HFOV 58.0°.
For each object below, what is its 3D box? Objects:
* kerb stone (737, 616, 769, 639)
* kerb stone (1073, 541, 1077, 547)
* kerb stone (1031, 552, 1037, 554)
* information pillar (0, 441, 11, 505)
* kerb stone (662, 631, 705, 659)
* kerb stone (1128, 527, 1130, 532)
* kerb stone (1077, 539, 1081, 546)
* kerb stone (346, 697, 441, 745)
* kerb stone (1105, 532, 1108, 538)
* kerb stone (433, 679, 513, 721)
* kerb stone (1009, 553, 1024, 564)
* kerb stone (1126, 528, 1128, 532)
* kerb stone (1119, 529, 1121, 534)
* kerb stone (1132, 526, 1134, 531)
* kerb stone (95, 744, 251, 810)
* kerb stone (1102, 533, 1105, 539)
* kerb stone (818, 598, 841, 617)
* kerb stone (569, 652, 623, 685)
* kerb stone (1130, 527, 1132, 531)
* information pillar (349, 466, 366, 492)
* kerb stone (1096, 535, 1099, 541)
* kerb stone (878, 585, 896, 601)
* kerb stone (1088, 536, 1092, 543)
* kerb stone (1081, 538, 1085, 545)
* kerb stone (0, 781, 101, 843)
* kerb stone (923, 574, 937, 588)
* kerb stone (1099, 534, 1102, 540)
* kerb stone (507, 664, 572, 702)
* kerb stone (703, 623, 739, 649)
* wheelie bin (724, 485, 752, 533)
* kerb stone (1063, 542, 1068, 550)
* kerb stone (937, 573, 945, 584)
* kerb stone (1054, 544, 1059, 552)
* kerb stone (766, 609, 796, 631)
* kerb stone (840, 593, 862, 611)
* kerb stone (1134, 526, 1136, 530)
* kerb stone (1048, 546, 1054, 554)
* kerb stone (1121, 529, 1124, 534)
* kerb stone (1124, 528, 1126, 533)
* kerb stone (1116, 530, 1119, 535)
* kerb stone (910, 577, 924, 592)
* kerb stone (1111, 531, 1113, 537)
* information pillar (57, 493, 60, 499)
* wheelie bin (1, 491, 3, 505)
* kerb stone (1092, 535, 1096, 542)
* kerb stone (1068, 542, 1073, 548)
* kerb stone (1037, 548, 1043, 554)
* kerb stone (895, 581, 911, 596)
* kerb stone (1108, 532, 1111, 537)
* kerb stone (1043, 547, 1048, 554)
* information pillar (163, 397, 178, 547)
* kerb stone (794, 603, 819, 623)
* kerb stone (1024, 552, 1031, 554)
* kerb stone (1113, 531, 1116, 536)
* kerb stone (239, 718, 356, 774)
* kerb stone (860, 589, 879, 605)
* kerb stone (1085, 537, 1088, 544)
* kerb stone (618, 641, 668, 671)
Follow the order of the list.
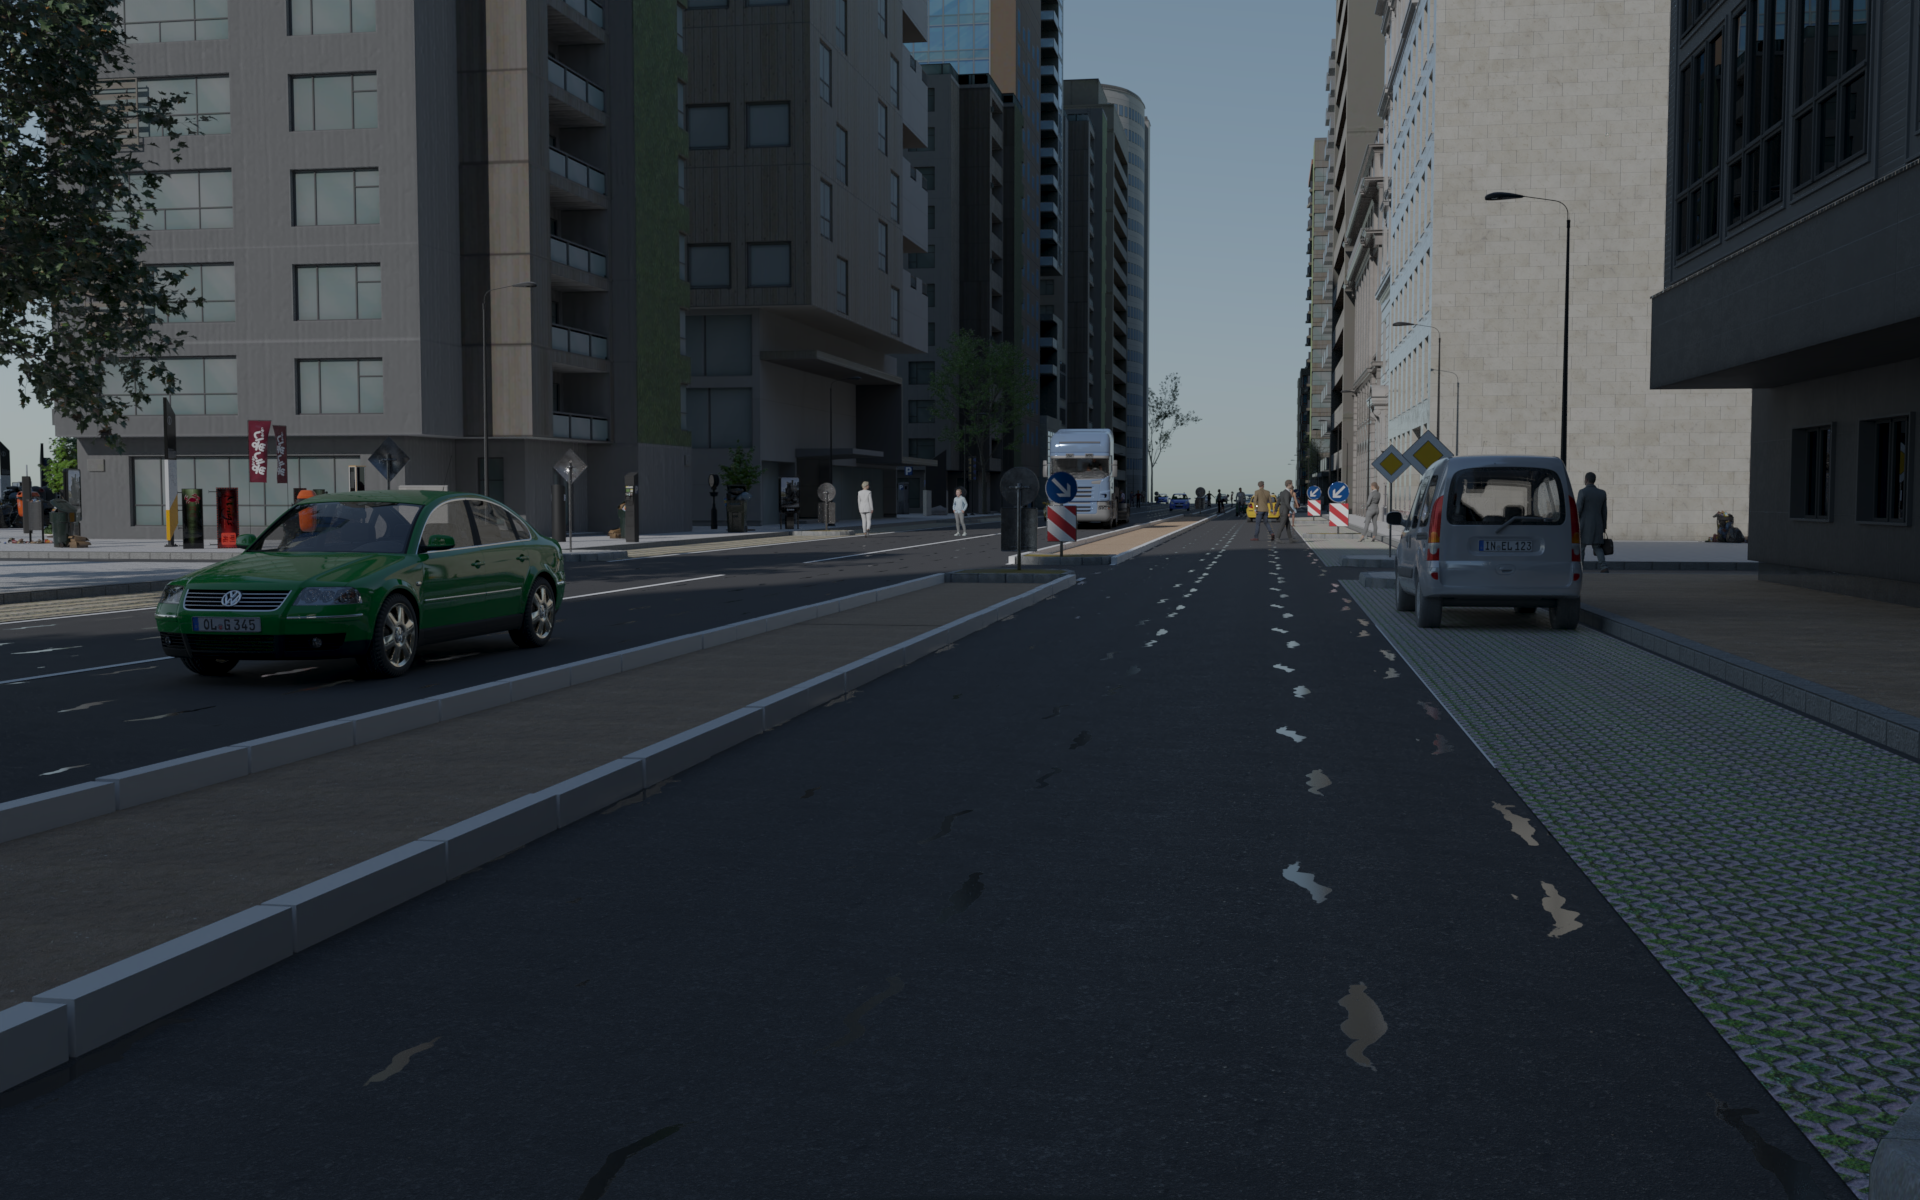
[{"bbox_3d":[-2.148,0.293,17.405,0.120,0.150,1.000,1,4,10],"label":"kerb stone"},{"bbox_3d":[2.943,-1.472,46.255,0.120,0.150,1.000,1,4,10],"label":"kerb stone"},{"bbox_3d":[1.516,-0.976,38.158,0.120,0.150,1.000,1,4,10],"label":"kerb stone"},{"bbox_3d":[-42.339,-5.227,76.813,0.183,3.616,0.504,1,4,20],"label":"information pillar"},{"bbox_3d":[-2.510,0.416,15.386,0.120,0.150,1.000,1,4,10],"label":"kerb stone"},{"bbox_3d":[6.146,-2.582,64.422,0.120,0.150,1.000,1,4,10],"label":"kerb stone"},{"bbox_3d":[3.121,-1.529,47.262,0.120,0.150,1.000,1,4,10],"label":"kerb stone"},{"bbox_3d":[-3.397,0.726,10.322,0.120,0.150,1.000,1,4,10],"label":"kerb stone"},{"bbox_3d":[4.541,-2.024,55.334,0.120,0.150,1.000,1,4,10],"label":"kerb stone"},{"bbox_3d":[-3.217,0.664,11.337,0.120,0.150,1.000,1,4,10],"label":"kerb stone"},{"bbox_3d":[1.150,-0.850,36.126,0.120,0.150,1.000,1,4,10],"label":"kerb stone"},{"bbox_3d":[5.968,-2.520,63.415,0.120,0.150,1.000,1,4,10],"label":"kerb stone"},{"bbox_3d":[5.434,-2.330,60.384,0.120,0.150,1.000,1,4,10],"label":"kerb stone"},{"bbox_3d":[6.500,-2.706,66.446,0.120,0.150,1.000,1,4,10],"label":"kerb stone"},{"bbox_3d":[-3.755,0.850,8.298,0.120,0.150,1.000,1,4,10],"label":"kerb stone"},{"bbox_3d":[4.365,-1.965,54.327,0.120,0.150,1.000,1,4,10],"label":"kerb stone"},{"bbox_3d":[-1.613,0.110,20.443,0.120,0.150,1.000,1,4,10],"label":"kerb stone"},{"bbox_3d":[-2.857,0.540,13.362,0.120,0.150,1.000,1,4,10],"label":"kerb stone"},{"bbox_3d":[6.322,-2.644,65.428,0.120,0.150,1.000,1,4,10],"label":"kerb stone"},{"bbox_3d":[-15.607,-2.471,44.896,0.304,2.012,0.304,2,4,35],"label":"information pillar"},{"bbox_3d":[4.012,-1.842,52.311,0.120,0.150,1.000,1,4,10],"label":"kerb stone"},{"bbox_3d":[-1.070,-0.076,23.480,0.120,0.150,1.000,1,4,10],"label":"kerb stone"},{"bbox_3d":[3.658,-1.718,50.288,0.120,0.150,1.000,1,4,10],"label":"kerb stone"},{"bbox_3d":[3.294,-1.595,48.269,0.120,0.150,1.000,1,4,10],"label":"kerb stone"},{"bbox_3d":[-3.931,0.920,7.280,0.120,0.150,1.000,1,4,10],"label":"kerb stone"},{"bbox_3d":[-0.544,-0.263,26.504,0.120,0.150,1.000,1,4,10],"label":"kerb stone"},{"bbox_3d":[4.184,-1.904,53.319,0.120,0.150,1.000,1,4,10],"label":"kerb stone"},{"bbox_3d":[-3.038,0.602,12.355,0.120,0.150,1.000,1,4,10],"label":"kerb stone"},{"bbox_3d":[-2.324,0.357,16.392,0.120,0.150,1.000,1,4,10],"label":"kerb stone"},{"bbox_3d":[-7.427,-3.052,57.812,0.980,1.594,0.693,0,4,4],"label":"wheelie bin"},{"bbox_3d":[2.581,-1.345,44.237,0.120,0.150,1.000,1,4,10],"label":"kerb stone"},{"bbox_3d":[-0.369,-0.326,27.524,0.120,0.150,1.000,1,4,10],"label":"kerb stone"},{"bbox_3d":[2.225,-1.224,42.208,0.120,0.150,1.000,1,4,10],"label":"kerb stone"},{"bbox_3d":[-1.968,0.230,18.429,0.120,0.150,1.000,1,4,10],"label":"kerb stone"},{"bbox_3d":[-1.425,0.045,21.456,0.120,0.150,1.000,1,4,10],"label":"kerb stone"},{"bbox_3d":[6.673,-2.764,67.453,0.120,0.150,1.000,1,4,10],"label":"kerb stone"},{"bbox_3d":[2.044,-1.162,41.196,0.120,0.150,1.000,1,4,10],"label":"kerb stone"},{"bbox_3d":[5.612,-2.398,61.400,0.120,0.150,1.000,1,4,10],"label":"kerb stone"},{"bbox_3d":[5.784,-2.459,62.407,0.120,0.150,1.000,1,4,10],"label":"kerb stone"},{"bbox_3d":[5.250,-2.274,59.376,0.120,0.150,1.000,1,4,10],"label":"kerb stone"},{"bbox_3d":[-0.719,-0.202,25.494,0.120,0.150,1.000,1,4,10],"label":"kerb stone"},{"bbox_3d":[4.891,-2.150,57.351,0.120,0.150,1.000,1,4,10],"label":"kerb stone"},{"bbox_3d":[-49.072,-5.484,94.148,0.304,2.012,0.304,-2,4,-25],"label":"information pillar"},{"bbox_3d":[-38.736,-3.851,70.876,0.980,1.594,0.693,1,4,21],"label":"wheelie bin"},{"bbox_3d":[3.831,-1.775,51.296,0.120,0.150,1.000,1,4,10],"label":"kerb stone"},{"bbox_3d":[2.767,-1.403,45.249,0.120,0.150,1.000,1,4,10],"label":"kerb stone"},{"bbox_3d":[1.698,-1.039,39.181,0.120,0.150,1.000,1,4,10],"label":"kerb stone"},{"bbox_3d":[-0.895,-0.136,24.487,0.120,0.150,1.000,1,4,10],"label":"kerb stone"},{"bbox_3d":[4.719,-2.088,56.340,0.120,0.150,1.000,1,4,10],"label":"kerb stone"},{"bbox_3d":[1.869,-1.101,40.189,0.120,0.150,1.000,1,4,10],"label":"kerb stone"},{"bbox_3d":[-19.157,-3.100,42.036,0.183,3.616,0.504,0,3,0],"label":"information pillar"},{"bbox_3d":[-1.795,0.169,19.437,0.120,0.150,1.000,1,4,10],"label":"kerb stone"},{"bbox_3d":[1.334,-0.914,37.143,0.120,0.150,1.000,1,4,10],"label":"kerb stone"},{"bbox_3d":[5.074,-2.211,58.365,0.120,0.150,1.000,1,4,10],"label":"kerb stone"},{"bbox_3d":[-3.577,0.788,9.313,0.120,0.150,1.000,1,4,10],"label":"kerb stone"},{"bbox_3d":[-1.257,-0.017,22.474,0.120,0.150,1.000,1,4,10],"label":"kerb stone"},{"bbox_3d":[3.470,-1.655,49.284,0.120,0.150,1.000,1,4,10],"label":"kerb stone"},{"bbox_3d":[-2.677,0.478,14.378,0.120,0.150,1.000,1,4,10],"label":"kerb stone"}]
